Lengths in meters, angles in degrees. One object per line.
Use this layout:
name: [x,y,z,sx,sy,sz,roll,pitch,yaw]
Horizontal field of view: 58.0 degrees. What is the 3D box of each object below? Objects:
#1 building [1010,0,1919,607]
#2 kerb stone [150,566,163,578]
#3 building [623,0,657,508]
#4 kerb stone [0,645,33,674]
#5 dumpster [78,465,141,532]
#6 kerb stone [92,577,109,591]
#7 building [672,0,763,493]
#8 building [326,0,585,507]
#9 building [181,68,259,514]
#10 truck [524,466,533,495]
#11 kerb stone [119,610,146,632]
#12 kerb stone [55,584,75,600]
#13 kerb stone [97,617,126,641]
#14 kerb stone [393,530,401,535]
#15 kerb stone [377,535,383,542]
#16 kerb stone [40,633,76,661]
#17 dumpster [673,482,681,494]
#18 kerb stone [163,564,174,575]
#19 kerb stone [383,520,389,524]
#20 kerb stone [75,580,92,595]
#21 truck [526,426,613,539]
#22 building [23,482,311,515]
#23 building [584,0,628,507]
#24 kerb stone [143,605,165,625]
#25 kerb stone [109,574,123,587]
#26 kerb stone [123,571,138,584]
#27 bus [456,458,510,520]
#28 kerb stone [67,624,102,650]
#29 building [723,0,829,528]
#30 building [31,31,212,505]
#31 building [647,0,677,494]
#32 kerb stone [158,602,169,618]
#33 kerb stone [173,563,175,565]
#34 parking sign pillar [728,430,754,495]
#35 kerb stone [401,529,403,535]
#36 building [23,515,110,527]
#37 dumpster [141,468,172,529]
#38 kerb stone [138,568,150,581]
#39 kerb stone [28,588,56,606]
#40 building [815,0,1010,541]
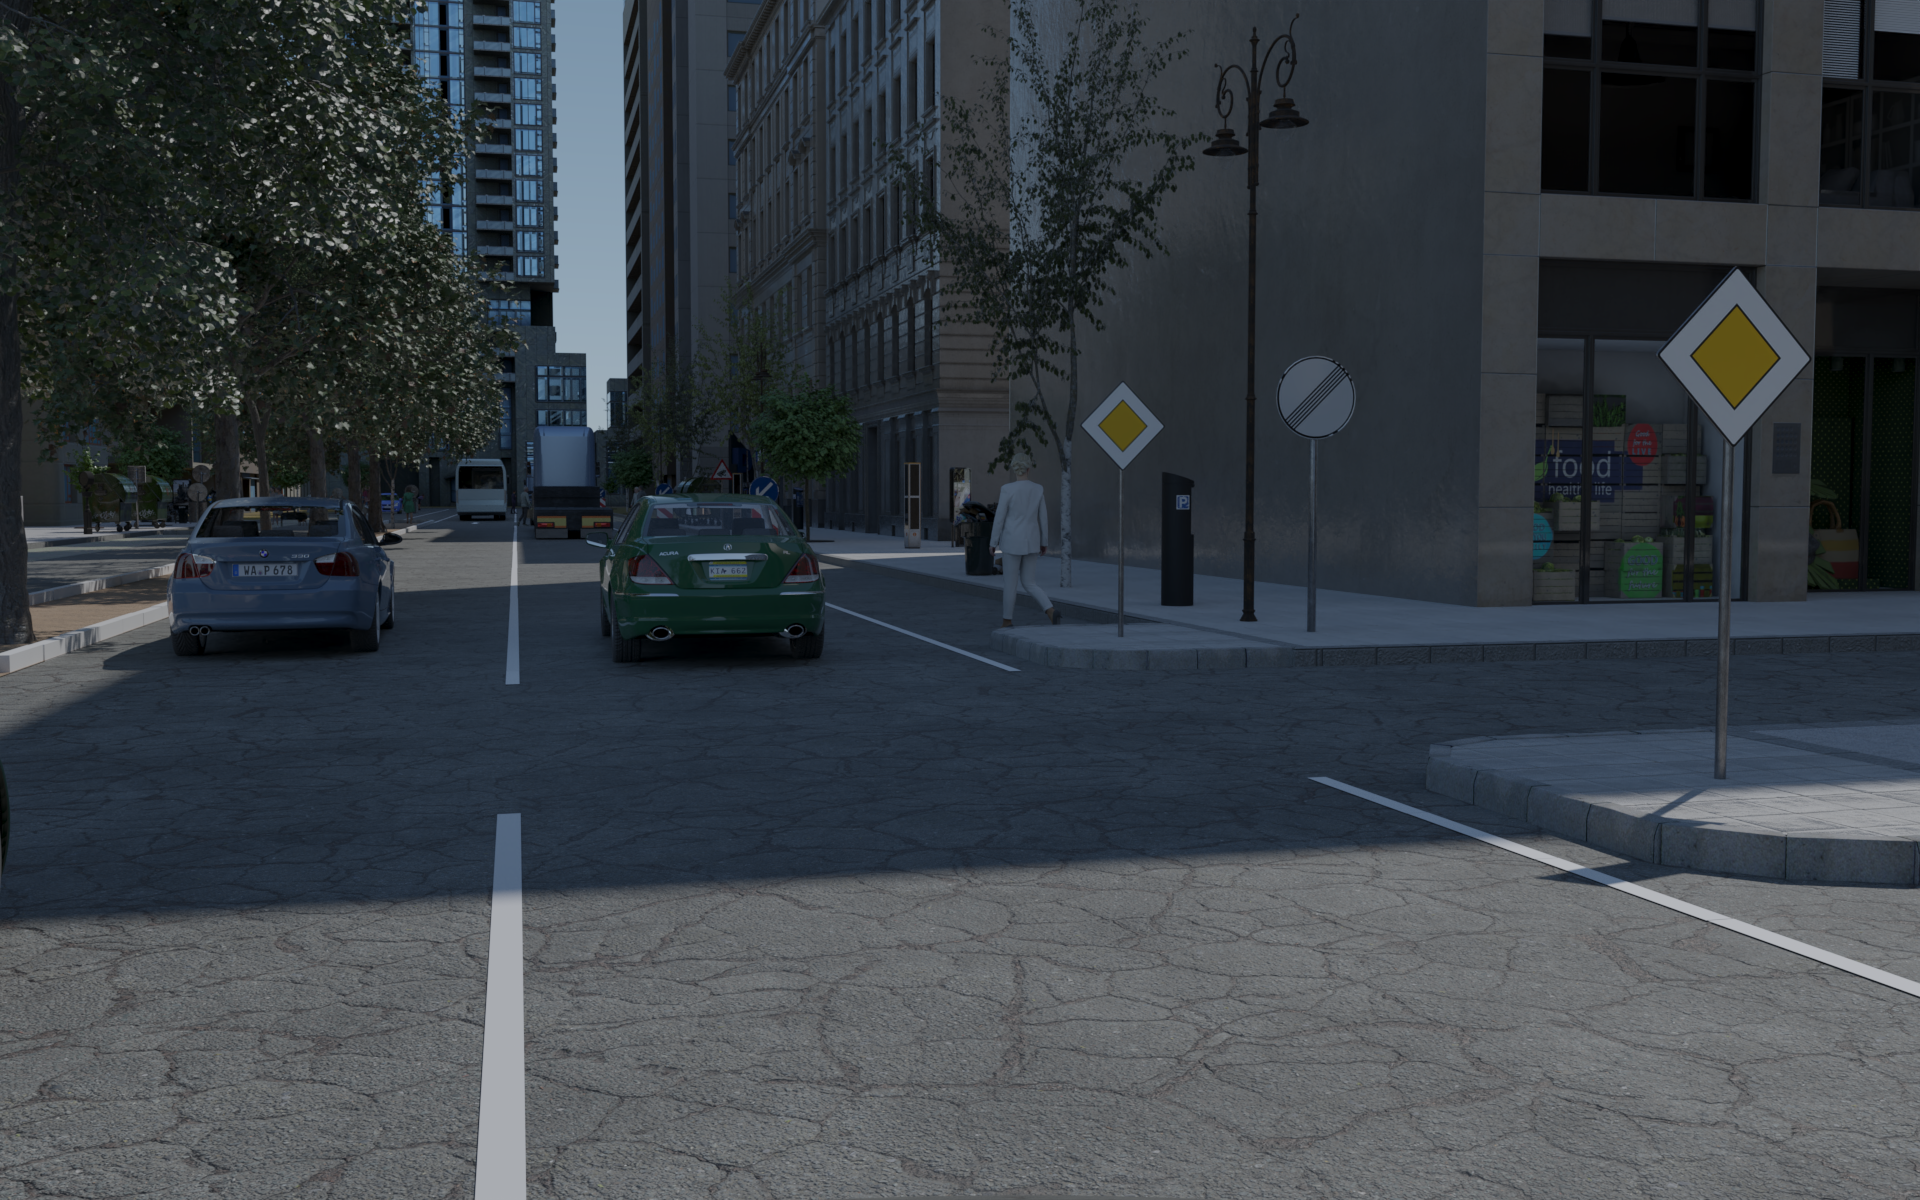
building: [19.938,-13.930,32.278,34.151,26.468,19.350,-1,4,-14]
kerb stone: [-13.866,-0.455,29.666,0.120,0.150,1.000,-1,4,-14]
building: [-17.825,-32.288,151.605,21.300,48.544,21.600,-1,4,-14]
kerb stone: [-7.761,0.486,14.283,0.120,0.150,1.000,-1,4,-14]
dumpster: [-28.886,-3.438,58.701,1.502,2.255,1.985,-1,4,-14]
kerb stone: [-12.846,-0.213,25.685,0.120,0.150,1.000,-1,4,-14]
building: [-8.068,-34.900,112.612,21.231,58.520,28.212,-1,4,-14]
building: [-55.064,-52.948,178.379,31.000,86.520,22.319,-1,4,-14]
building: [-54.542,-28.362,113.826,14.600,45.320,14.200,-1,4,-14]
truck: [-37.234,-10.023,153.637,2.967,4.110,18.799,-1,4,-14]
kerb stone: [-8.775,0.242,18.250,0.120,0.150,1.000,-1,4,-14]
kerb stone: [-12.339,-0.092,23.704,0.120,0.150,1.000,-1,4,-14]
kerb stone: [-8.518,0.302,17.260,0.120,0.150,1.000,-1,4,-14]
kerb stone: [-19.222,-2.250,58.995,0.120,0.150,1.000,-1,4,-14]
kerb stone: [-17.695,-1.886,53.035,0.120,0.150,1.000,-1,4,-14]
kerb stone: [-8.007,0.427,15.275,0.120,0.150,1.000,-1,4,-14]
dumpster: [-11.637,-4.208,74.566,1.264,1.857,1.865,-1,4,-14]
kerb stone: [-14.126,-0.514,30.667,0.120,0.150,1.000,-1,4,-14]
kerb stone: [-27.883,-3.801,84.338,0.120,0.150,1.000,-1,4,-14]
kerb stone: [-12.597,-0.153,24.694,0.120,0.150,1.000,-1,4,-14]
truck: [-14.380,-4.508,63.457,2.967,4.110,18.799,-1,4,-14]
building: [-67.175,-17.856,136.991,28.899,21.520,27.650,-1,4,-14]
building: [-24.094,-53.401,185.769,31.000,86.520,22.319,-1,4,-14]
kerb stone: [-9.028,0.186,19.241,0.120,0.150,1.000,-1,4,-14]
kerb stone: [-13.105,-0.274,26.681,0.120,0.150,1.000,-1,4,-14]
kerb stone: [-13.353,-0.335,27.676,0.120,0.150,1.000,-1,4,-14]
bus: [-26.771,-6.261,97.228,2.948,3.499,13.247,-1,4,-14]
kerb stone: [-8.262,0.363,16.267,0.120,0.150,1.000,-1,4,-14]
building: [-2.895,-17.144,77.570,12.463,27.353,25.104,-1,4,-14]
building: [-56.396,-30.728,91.638,28.713,52.752,27.495,-1,4,-14]
building: [-16.299,-29.522,132.797,14.600,45.320,14.200,-1,4,-14]
kerb stone: [-9.285,0.120,20.230,0.120,0.150,1.000,-1,4,-14]
kerb stone: [-14.383,-0.579,31.656,0.120,0.150,1.000,-1,4,-14]
parking sign pillar: [-9.248,-5.189,73.319,1.447,3.967,1.447,2,4,28]
kerb stone: [-19.478,-2.312,59.995,0.120,0.150,1.000,-1,4,-14]
building: [-47.641,-13.086,58.989,27.650,21.520,28.899,-1,4,-14]
dumpster: [-30.243,-3.782,64.331,1.502,2.255,1.985,-1,4,-14]
kerb stone: [-13.612,-0.396,28.668,0.120,0.150,1.000,-1,4,-14]
kerb stone: [-12.086,-0.025,22.708,0.120,0.150,1.000,-1,4,-14]
building: [1.721,-12.658,56.113,9.793,20.994,18.267,-1,4,-14]
